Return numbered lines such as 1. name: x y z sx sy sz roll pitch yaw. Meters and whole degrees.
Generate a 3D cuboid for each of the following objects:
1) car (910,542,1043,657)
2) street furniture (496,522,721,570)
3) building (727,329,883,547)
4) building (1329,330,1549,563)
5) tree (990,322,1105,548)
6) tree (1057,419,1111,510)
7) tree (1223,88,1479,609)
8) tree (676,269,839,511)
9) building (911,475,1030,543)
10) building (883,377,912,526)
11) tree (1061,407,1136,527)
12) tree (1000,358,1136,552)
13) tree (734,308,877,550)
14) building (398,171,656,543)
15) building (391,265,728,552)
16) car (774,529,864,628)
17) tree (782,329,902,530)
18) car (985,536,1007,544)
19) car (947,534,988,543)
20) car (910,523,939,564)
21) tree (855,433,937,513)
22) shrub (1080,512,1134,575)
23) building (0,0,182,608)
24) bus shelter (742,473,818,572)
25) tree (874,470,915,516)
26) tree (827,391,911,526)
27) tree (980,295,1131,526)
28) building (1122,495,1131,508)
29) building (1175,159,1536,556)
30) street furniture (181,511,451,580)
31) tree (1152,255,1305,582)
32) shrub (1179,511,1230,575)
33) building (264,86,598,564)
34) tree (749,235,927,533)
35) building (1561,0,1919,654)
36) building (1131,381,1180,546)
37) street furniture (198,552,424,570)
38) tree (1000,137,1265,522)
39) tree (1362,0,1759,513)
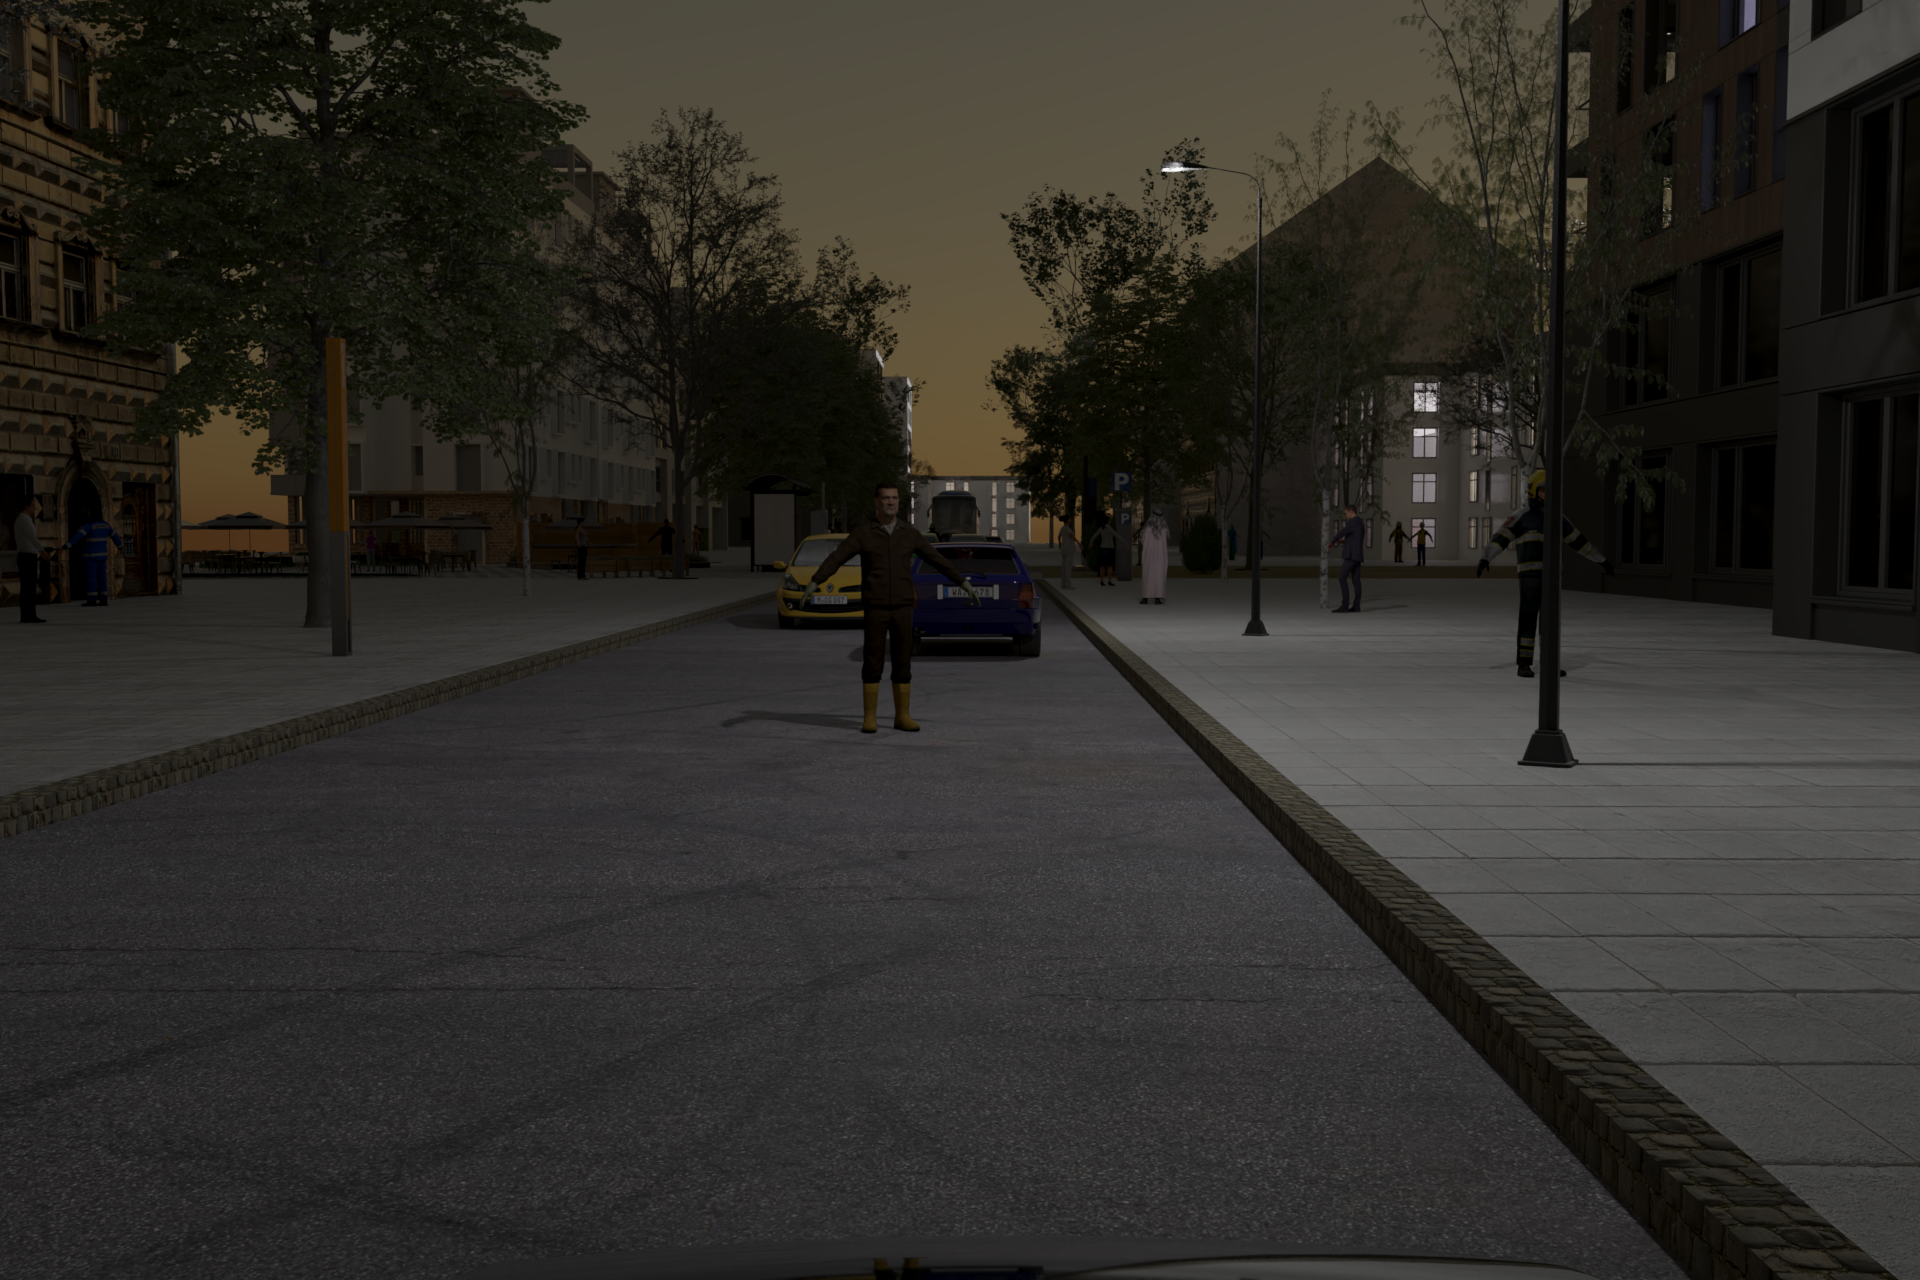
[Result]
1. car: 0.092 -0.551 21.591 1.945 1.354 3.894 0 3 0
2. street furniture: -12.925 -3.708 67.478 9.812 1.723 11.010 -2 4 -30
3. building: -23.154 -21.115 189.202 27.936 21.610 32.646 0 4 1
4. building: 25.245 -8.749 85.186 9.099 9.664 28.070 0 4 1
5. tree: 9.351 -18.188 153.269 12.611 20.169 13.585 0 3 0
6. tree: 8.233 -9.809 110.733 4.737 8.622 4.395 0 3 0
7. tree: 6.054 -4.847 29.616 4.360 8.622 3.978 0 3 0
8. tree: -8.737 -9.538 74.066 7.486 12.596 7.792 0 3 0
9. building: -4.035 -18.448 246.231 28.070 9.664 9.099 0 4 4
10. building: -20.725 -23.162 222.672 27.936 21.610 32.646 0 4 1
11. tree: 7.696 -9.083 98.871 4.737 8.622 4.395 0 3 0
12. tree: 7.795 -13.200 122.477 9.857 13.997 8.962 0 3 0
13. tree: -7.736 -10.269 86.017 7.486 12.596 7.792 0 3 0
14. building: -23.589 -14.399 91.845 16.016 20.090 11.380 0 4 1
15. building: -27.650 -15.781 124.484 16.747 18.905 31.486 0 4 2
16. car: -1.887 -1.060 27.549 2.015 1.641 3.980 0 4 1
17. tree: -6.894 -10.911 96.516 7.486 12.596 7.792 0 3 0
18. car: 1.549 -4.849 91.865 1.945 1.354 3.894 0 3 0
19. car: 0.262 -3.076 62.085 2.131 1.459 4.920 0 4 0
20. car: -1.375 -2.772 54.123 1.959 1.807 4.718 0 4 1
21. tree: -6.568 -13.543 155.842 8.767 10.594 7.601 -2 4 -25
22. shrub: 4.566 -3.023 53.846 1.690 2.028 1.600 0 3 0
23. building: -25.850 -11.996 27.068 19.493 23.208 18.063 0 4 1
24. bus shelter: -6.234 -4.080 60.630 2.014 3.302 5.546 0 4 1
25. tree: -6.181 -12.041 147.235 4.737 8.622 4.395 0 3 0
26. tree: -7.159 -12.992 130.540 7.486 12.596 7.792 0 3 0
27. tree: 7.922 -17.345 139.477 12.611 20.169 13.585 0 3 0
28. building: 25.417 -16.915 218.706 9.099 9.664 28.070 0 4 1
29. building: 24.408 -17.093 110.400 19.493 23.208 18.063 0 4 1
30. street furniture: -29.757 -2.719 49.491 27.439 1.986 14.083 1 4 8
31. tree: 7.086 -5.862 46.200 4.360 8.622 3.978 0 3 0
32. shrub: 7.778 -3.106 55.196 1.690 2.028 1.600 0 3 0
33. building: -23.527 -13.350 74.687 16.016 20.090 11.380 0 4 1
34. tree: -8.472 -15.711 112.761 12.611 20.169 13.585 0 3 0
35. building: 24.225 -10.971 23.354 27.936 21.610 32.646 0 4 1
36. building: 28.929 -22.066 191.714 19.493 23.208 18.063 0 4 1
37. street furniture: -24.512 -3.114 66.538 5.734 0.657 10.072 1 4 15
38. tree: 8.627 -13.882 82.863 12.611 20.169 13.585 0 3 0
39. tree: 6.567 -4.253 19.900 4.360 8.622 3.978 0 3 0
